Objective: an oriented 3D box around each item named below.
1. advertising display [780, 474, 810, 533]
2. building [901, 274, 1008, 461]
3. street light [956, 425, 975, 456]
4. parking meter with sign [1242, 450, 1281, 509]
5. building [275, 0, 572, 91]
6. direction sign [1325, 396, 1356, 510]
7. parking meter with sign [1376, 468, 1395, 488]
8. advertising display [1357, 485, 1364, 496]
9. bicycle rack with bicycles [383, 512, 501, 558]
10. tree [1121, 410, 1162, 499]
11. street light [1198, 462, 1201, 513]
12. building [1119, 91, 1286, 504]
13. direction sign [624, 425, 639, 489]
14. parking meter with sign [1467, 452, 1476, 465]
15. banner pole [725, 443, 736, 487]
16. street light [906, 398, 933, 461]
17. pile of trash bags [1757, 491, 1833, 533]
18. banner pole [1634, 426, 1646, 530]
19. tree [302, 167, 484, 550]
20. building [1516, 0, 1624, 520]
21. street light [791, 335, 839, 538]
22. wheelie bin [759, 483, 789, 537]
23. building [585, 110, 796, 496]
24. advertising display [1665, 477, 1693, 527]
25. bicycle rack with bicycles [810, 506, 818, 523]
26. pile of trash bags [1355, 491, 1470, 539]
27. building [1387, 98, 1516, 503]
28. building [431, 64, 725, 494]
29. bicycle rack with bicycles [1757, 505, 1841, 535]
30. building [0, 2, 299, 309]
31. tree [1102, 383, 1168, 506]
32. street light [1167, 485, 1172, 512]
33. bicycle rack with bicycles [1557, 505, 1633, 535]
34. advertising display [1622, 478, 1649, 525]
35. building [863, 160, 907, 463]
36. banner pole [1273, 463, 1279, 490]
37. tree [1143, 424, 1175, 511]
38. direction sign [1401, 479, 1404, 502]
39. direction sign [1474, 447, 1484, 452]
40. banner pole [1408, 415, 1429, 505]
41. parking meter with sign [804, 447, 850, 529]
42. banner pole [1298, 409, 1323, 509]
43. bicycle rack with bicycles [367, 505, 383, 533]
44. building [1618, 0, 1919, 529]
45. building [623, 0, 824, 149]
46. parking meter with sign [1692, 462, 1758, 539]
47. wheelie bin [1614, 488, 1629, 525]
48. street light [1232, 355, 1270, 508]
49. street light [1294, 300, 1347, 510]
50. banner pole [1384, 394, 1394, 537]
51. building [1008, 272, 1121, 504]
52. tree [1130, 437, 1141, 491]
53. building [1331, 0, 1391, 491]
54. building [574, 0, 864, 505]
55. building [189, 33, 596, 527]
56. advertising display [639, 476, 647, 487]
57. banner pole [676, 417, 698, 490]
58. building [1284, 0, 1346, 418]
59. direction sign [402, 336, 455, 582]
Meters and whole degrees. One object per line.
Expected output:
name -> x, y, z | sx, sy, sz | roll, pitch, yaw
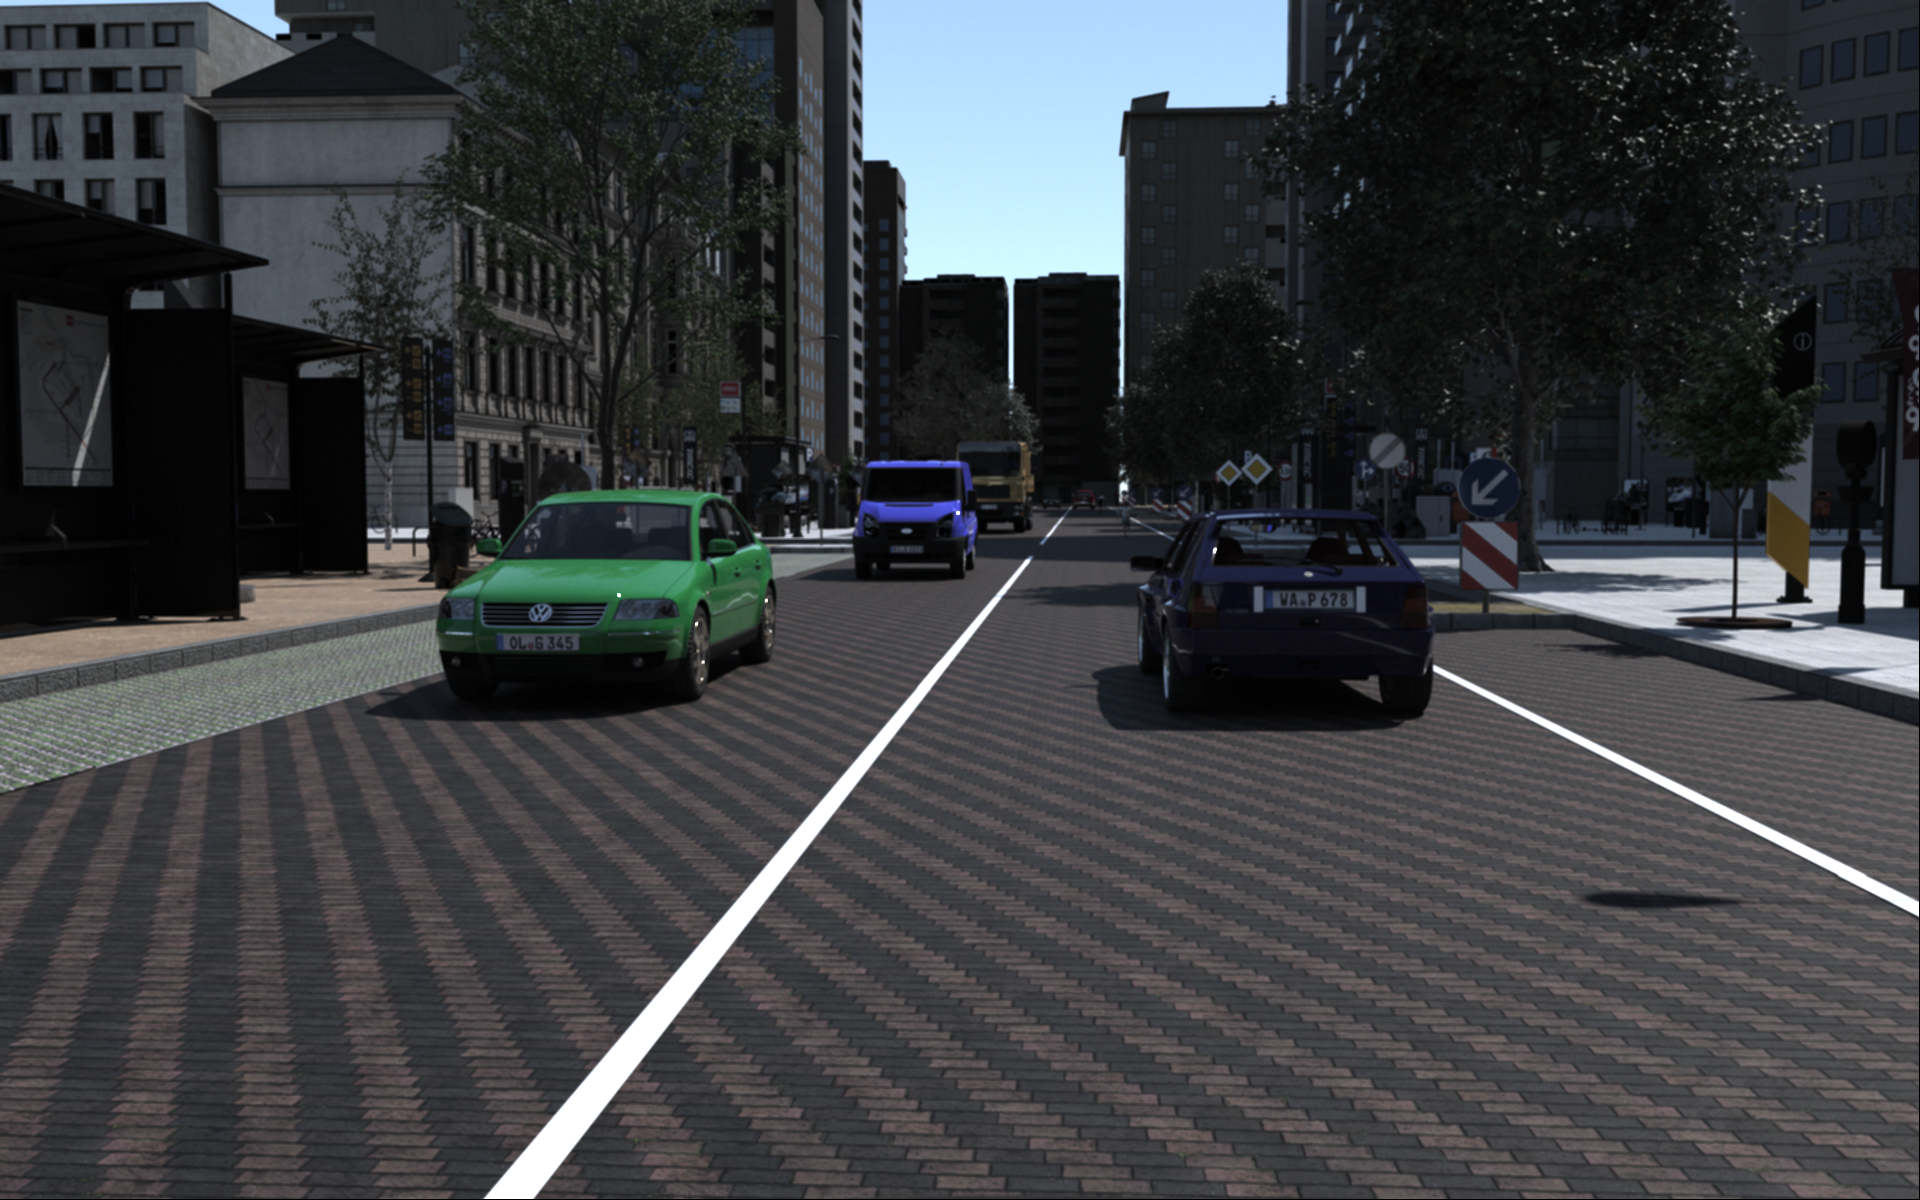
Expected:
advertising display -> -5.375, -3.139, 56.533 | 0.974, 1.923, 0.123 | 0, 4, 6
building -> -0.618, -28.075, 230.721 | 14.107, 30.474, 14.160 | 0, 4, 4
street light -> 0.287, -8.786, 116.191 | 1.470, 5.913, 1.316 | 0, 4, 4
parking meter with sign -> 11.838, -4.374, 67.783 | 0.543, 3.016, 1.738 | -3, 4, -37
building -> -52.890, -35.943, 176.899 | 27.495, 52.752, 28.713 | 0, 4, 4
direction sign -> 8.849, -2.955, 40.313 | 0.379, 3.537, 0.876 | -3, 4, -37
parking meter with sign -> 26.889, -6.979, 110.366 | 1.738, 3.016, 0.543 | -1, 4, -8
advertising display -> 27.013, -6.873, 117.585 | 0.123, 1.923, 0.974 | -3, 5, -43
bicycle rack with bicycles -> -9.786, -1.357, 35.566 | 2.925, 0.926, 2.852 | -3, 5, -41
tree -> 18.694, -14.021, 163.654 | 7.601, 10.594, 8.767 | 0, 4, -7
street light -> 12.143, -7.282, 91.608 | 1.470, 5.913, 1.316 | 0, 4, 4
building -> 35.510, -39.478, 234.703 | 27.495, 52.752, 28.713 | 0, 4, 4
direction sign -> -10.764, -3.968, 56.868 | 0.379, 3.537, 0.876 | 1, 4, 22
parking meter with sign -> 21.185, -4.671, 72.624 | 0.543, 3.016, 1.738 | 0, 4, -8
banner pole -> -10.193, -5.338, 77.290 | 0.863, 3.779, 0.401 | 2, 4, 34
street light -> -2.007, -6.787, 83.511 | 1.470, 5.913, 1.316 | 0, 4, 4
pile of trash bags -> 27.518, -2.976, 58.407 | 3.447, 1.369, 1.912 | 2, 4, 33
banner pole -> 24.302, -4.383, 61.683 | 0.401, 3.779, 0.863 | 1, 4, 14
tree -> -13.136, -5.472, 39.835 | 4.360, 8.622, 3.978 | 0, 3, 0
building -> 36.359, -24.819, 89.381 | 14.154, 41.232, 14.086 | 0, 4, 4
street light -> -4.243, -4.788, 50.827 | 1.470, 5.913, 1.316 | 0, 4, 4
wheelie bin -> -5.558, -2.665, 51.488 | 0.980, 1.594, 0.693 | 1, 4, 14
building -> -20.796, -22.174, 134.246 | 14.160, 30.474, 14.107 | 0, 4, 4
advertising display -> 28.029, -3.809, 67.498 | 0.974, 1.923, 0.123 | 1, 4, 16
bicycle rack with bicycles -> -6.371, -3.814, 75.736 | 2.925, 0.926, 2.852 | 0, 4, -6
pile of trash bags -> 12.975, -2.454, 49.881 | 3.447, 1.369, 1.912 | 1, 4, 13
building -> 35.709, -21.068, 116.163 | 14.160, 30.474, 14.107 | 0, 4, 4
building -> -22.694, -17.302, 101.973 | 14.460, 24.649, 34.723 | 0, 4, 4
bicycle rack with bicycles -> 26.187, -2.524, 54.643 | 2.925, 0.926, 2.852 | -2, 4, -29
building -> -37.305, -13.255, 71.479 | 16.860, 20.320, 10.420 | 0, 4, 4
tree -> 20.589, -17.521, 193.126 | 9.857, 13.997, 8.962 | 0, 3, 0
street light -> 14.506, -9.281, 124.283 | 1.470, 5.913, 1.316 | 0, 4, 4
bicycle rack with bicycles -> 20.377, -2.580, 55.565 | 2.852, 0.926, 2.925 | 2, 4, 27
advertising display -> 27.706, -4.032, 71.141 | 0.974, 1.923, 0.123 | 0, 4, 8
building -> -14.702, -35.574, 231.753 | 14.200, 45.320, 14.600 | 0, 4, 4
banner pole -> 22.704, -8.157, 123.382 | 0.863, 3.779, 0.401 | 2, 4, 25
tree -> 15.671, -10.949, 129.379 | 4.360, 8.622, 3.978 | 0, 3, 0
direction sign -> 25.332, -6.559, 99.229 | 0.379, 3.537, 0.876 | 0, 4, 4
direction sign -> 25.095, -5.619, 83.872 | 0.379, 3.537, 0.876 | -1, 4, -11
banner pole -> 14.459, -3.967, 54.871 | 0.863, 3.779, 0.401 | -1, 4, -9
parking meter with sign -> -4.916, -4.174, 64.512 | 1.738, 3.016, 0.543 | 2, 4, 25
banner pole -> 10.266, -3.696, 50.453 | 0.863, 3.779, 0.401 | 0, 4, -6
bicycle rack with bicycles -> -19.903, -2.636, 56.481 | 2.852, 0.926, 2.925 | 2, 4, 30
building -> 44.217, -32.282, 69.814 | 28.212, 58.520, 21.231 | 0, 4, 4
building -> -19.492, -30.444, 147.863 | 14.600, 45.320, 14.200 | 0, 4, 4
parking meter with sign -> 22.020, -3.278, 49.849 | 1.738, 3.016, 0.543 | 3, 4, 36
wheelie bin -> 28.032, -3.989, 73.126 | 0.693, 1.594, 0.980 | 0, 4, 5
street light -> 9.749, -5.211, 57.748 | 1.470, 5.913, 1.316 | 0, 4, 4
street light -> 8.693, -4.221, 41.550 | 1.470, 5.913, 1.316 | 0, 4, 4
banner pole -> 9.555, -2.972, 38.617 | 0.401, 3.779, 0.863 | 2, 4, 29
building -> 14.065, -27.969, 228.996 | 14.107, 30.474, 14.160 | 0, 4, 4
tree -> 19.998, -14.331, 184.666 | 4.737, 8.622, 4.395 | 0, 3, 0
building -> 42.328, -31.772, 139.088 | 23.786, 49.044, 30.456 | 0, 4, 4
building -> -24.432, -38.918, 178.305 | 28.212, 58.520, 21.231 | 0, 4, 4
building -> -23.209, -12.877, 75.159 | 10.561, 19.102, 19.286 | 0, 4, 4
advertising display -> -11.741, -3.590, 63.904 | 0.123, 1.923, 0.974 | -2, 4, -25
banner pole -> -8.955, -4.067, 56.512 | 0.863, 3.779, 0.401 | -2, 4, -29
building -> 42.608, -38.395, 169.758 | 21.231, 58.520, 28.212 | 0, 4, 4
direction sign -> -7.745, -2.037, 25.299 | 0.379, 3.537, 0.876 | 2, 4, 35
